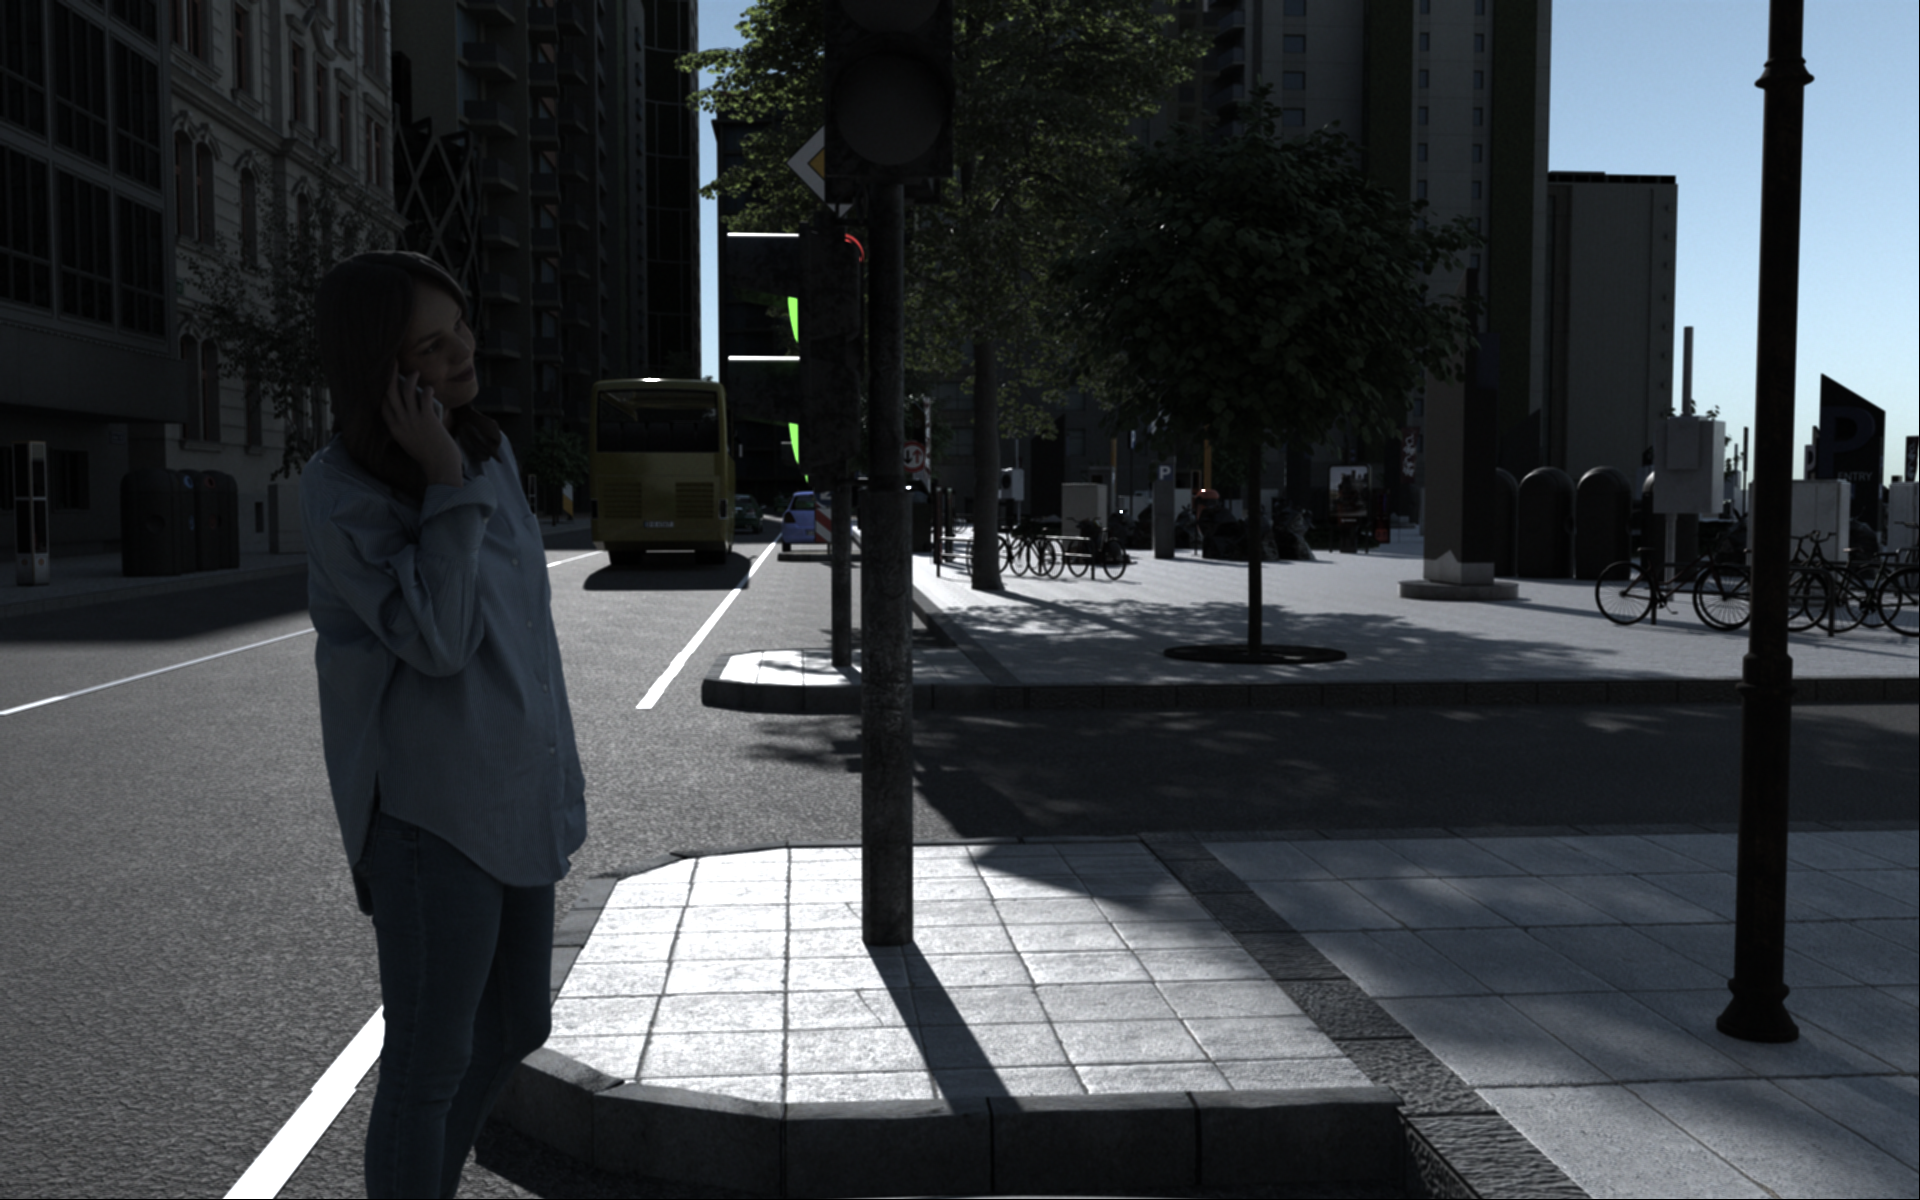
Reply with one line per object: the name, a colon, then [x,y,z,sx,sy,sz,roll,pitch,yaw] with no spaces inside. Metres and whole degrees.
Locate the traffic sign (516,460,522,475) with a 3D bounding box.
traffic sign: [-16.136,-3.802,62.265,0.768,2.556,0.104,0,4,3]

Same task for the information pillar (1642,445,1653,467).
information pillar: [32.508,-5.536,81.872,0.504,3.616,0.183,3,4,38]

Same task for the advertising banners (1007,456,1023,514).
advertising banners: [2.131,-5.185,80.955,2.074,3.025,0.090,3,5,43]

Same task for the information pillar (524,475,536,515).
information pillar: [-16.528,-3.800,66.623,0.304,2.012,0.304,3,5,44]

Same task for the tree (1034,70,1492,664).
tree: [2.294,-1.833,13.688,4.285,4.588,4.351,0,3,0]

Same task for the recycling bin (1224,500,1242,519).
recycling bin: [12.408,-4.042,78.644,0.722,1.027,0.722,0,4,1]

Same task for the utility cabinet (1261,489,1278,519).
utility cabinet: [14.121,-4.376,80.225,1.173,1.500,0.318,0,4,-5]

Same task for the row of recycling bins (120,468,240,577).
row of recycling bins: [-12.814,-1.305,28.449,1.069,1.692,3.534,0,4,-4]

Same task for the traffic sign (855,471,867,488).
traffic sign: [-4.820,-5.225,85.532,0.768,2.556,0.104,0,4,0]

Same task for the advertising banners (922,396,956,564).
advertising banners: [-0.398,-2.188,31.958,0.090,3.025,2.074,1,4,15]

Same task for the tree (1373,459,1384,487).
tree: [20.690,-5.343,81.953,1.663,3.219,1.824,0,3,0]

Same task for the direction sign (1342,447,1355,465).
direction sign: [18.679,-5.589,83.377,0.876,3.537,0.379,-2,4,-33]

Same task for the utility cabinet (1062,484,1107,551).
utility cabinet: [2.705,-1.767,37.571,0.318,1.500,1.173,-3,4,-37]

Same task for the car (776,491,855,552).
car: [-3.541,-2.018,42.587,1.945,1.707,3.694,0,4,-6]

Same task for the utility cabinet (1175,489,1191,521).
utility cabinet: [9.088,-3.845,71.551,1.173,1.500,0.318,-2,4,-33]

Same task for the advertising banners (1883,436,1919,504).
advertising banners: [28.467,-3.470,52.922,0.090,3.025,2.074,-1,4,-14]

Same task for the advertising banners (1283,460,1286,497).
advertising banners: [15.104,-5.166,80.646,0.090,3.025,2.074,1,4,13]

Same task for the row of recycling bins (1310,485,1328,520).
row of recycling bins: [16.280,-4.195,75.708,1.069,1.692,3.534,-1,4,-17]

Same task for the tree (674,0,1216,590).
tree: [0.011,-6.402,22.801,7.486,12.596,7.792,0,3,0]

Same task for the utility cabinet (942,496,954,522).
utility cabinet: [-0.653,-3.805,73.372,0.306,1.237,1.020,-2,4,-31]

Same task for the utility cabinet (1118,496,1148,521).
utility cabinet: [5.724,-2.819,57.250,1.020,1.237,0.306,-2,4,-31]

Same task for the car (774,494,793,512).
car: [-14.338,-8.173,142.426,1.959,1.807,4.718,0,4,-4]

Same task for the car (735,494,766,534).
car: [-8.187,-3.160,63.459,2.131,1.459,4.920,0,4,-4]

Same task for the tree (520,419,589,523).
tree: [-17.691,-5.654,76.151,4.285,4.588,4.351,0,3,0]

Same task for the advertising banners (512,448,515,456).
advertising banners: [-17.769,-4.239,65.493,2.074,3.025,0.090,1,4,9]

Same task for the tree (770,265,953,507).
tree: [-5.241,-11.278,91.047,9.857,13.997,8.962,0,3,0]

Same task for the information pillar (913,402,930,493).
information pillar: [-0.979,-3.208,43.798,0.504,3.616,0.183,2,4,33]

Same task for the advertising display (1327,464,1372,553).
advertising display: [8.465,-1.986,37.679,0.974,1.923,0.123,3,4,39]

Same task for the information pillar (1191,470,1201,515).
information pillar: [7.276,-2.993,53.431,0.304,2.012,0.304,0,4,7]

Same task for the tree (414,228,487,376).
tree: [-14.421,-5.773,44.756,4.360,8.622,3.978,0,3,0]

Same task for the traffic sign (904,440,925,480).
traffic sign: [-1.126,-2.517,41.264,0.768,2.556,0.104,0,4,3]

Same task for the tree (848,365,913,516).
tree: [-3.989,-8.001,81.178,4.737,8.622,4.395,0,3,0]

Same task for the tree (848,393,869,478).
tree: [-1.752,-3.956,48.389,4.285,4.588,4.351,0,3,0]

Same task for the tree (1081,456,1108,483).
tree: [7.166,-5.754,88.676,1.663,3.219,1.824,0,3,0]

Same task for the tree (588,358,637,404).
tree: [-18.238,-8.804,94.315,4.360,8.622,3.978,0,3,0]

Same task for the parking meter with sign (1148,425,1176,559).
parking meter with sign: [4.099,-2.373,35.065,0.543,3.016,1.738,0,4,3]

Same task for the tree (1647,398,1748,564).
tree: [13.252,-2.274,31.786,1.663,3.219,1.824,0,3,0]

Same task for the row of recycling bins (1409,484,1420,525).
row of recycling bins: [19.166,-4.095,74.069,1.069,1.692,3.534,1,4,12]

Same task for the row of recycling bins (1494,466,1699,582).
row of recycling bins: [9.389,-1.174,26.301,3.534,1.692,1.069,3,5,40]

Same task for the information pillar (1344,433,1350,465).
information pillar: [14.249,-4.433,63.832,0.183,3.616,0.504,0,4,-6]

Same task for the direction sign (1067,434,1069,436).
direction sign: [3.878,-4.441,64.613,0.379,3.537,0.876,2,4,29]

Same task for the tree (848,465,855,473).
tree: [-8.220,-10.595,123.584,4.360,8.622,3.978,0,3,0]

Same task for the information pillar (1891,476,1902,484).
information pillar: [37.241,-3.939,68.892,0.304,2.012,0.304,-3,4,-39]

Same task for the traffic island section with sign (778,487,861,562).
traffic island section with sign: [-2.957,-1.771,37.592,1.989,1.847,2.006,0,4,-5]

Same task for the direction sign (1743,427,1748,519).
direction sign: [26.598,-4.079,58.697,0.379,3.537,0.876,2,4,31]

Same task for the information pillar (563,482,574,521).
information pillar: [-18.915,-5.638,83.533,0.504,3.616,0.183,-2,4,-29]

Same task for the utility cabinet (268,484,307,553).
utility cabinet: [-14.386,-1.761,37.468,0.318,1.500,1.173,2,4,28]

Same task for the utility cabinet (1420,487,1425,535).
utility cabinet: [14.444,-2.762,53.832,0.318,1.500,1.173,1,4,14]

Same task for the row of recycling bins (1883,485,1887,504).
row of recycling bins: [39.600,-4.179,75.444,1.069,1.692,3.534,-3,5,-40]

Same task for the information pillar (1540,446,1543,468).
information pillar: [28.517,-5.729,85.031,0.183,3.616,0.504,1,4,14]

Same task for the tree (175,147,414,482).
tree: [-13.774,-5.241,36.047,4.360,8.622,3.978,0,3,0]

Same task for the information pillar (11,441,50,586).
information pillar: [-12.958,-1.203,24.156,0.304,2.012,0.304,1,4,14]

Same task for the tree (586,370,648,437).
tree: [-19.725,-9.271,101.945,4.737,8.622,4.395,0,3,0]

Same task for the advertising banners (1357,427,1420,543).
advertising banners: [10.905,-2.981,44.921,2.074,3.025,0.090,0,4,-4]
